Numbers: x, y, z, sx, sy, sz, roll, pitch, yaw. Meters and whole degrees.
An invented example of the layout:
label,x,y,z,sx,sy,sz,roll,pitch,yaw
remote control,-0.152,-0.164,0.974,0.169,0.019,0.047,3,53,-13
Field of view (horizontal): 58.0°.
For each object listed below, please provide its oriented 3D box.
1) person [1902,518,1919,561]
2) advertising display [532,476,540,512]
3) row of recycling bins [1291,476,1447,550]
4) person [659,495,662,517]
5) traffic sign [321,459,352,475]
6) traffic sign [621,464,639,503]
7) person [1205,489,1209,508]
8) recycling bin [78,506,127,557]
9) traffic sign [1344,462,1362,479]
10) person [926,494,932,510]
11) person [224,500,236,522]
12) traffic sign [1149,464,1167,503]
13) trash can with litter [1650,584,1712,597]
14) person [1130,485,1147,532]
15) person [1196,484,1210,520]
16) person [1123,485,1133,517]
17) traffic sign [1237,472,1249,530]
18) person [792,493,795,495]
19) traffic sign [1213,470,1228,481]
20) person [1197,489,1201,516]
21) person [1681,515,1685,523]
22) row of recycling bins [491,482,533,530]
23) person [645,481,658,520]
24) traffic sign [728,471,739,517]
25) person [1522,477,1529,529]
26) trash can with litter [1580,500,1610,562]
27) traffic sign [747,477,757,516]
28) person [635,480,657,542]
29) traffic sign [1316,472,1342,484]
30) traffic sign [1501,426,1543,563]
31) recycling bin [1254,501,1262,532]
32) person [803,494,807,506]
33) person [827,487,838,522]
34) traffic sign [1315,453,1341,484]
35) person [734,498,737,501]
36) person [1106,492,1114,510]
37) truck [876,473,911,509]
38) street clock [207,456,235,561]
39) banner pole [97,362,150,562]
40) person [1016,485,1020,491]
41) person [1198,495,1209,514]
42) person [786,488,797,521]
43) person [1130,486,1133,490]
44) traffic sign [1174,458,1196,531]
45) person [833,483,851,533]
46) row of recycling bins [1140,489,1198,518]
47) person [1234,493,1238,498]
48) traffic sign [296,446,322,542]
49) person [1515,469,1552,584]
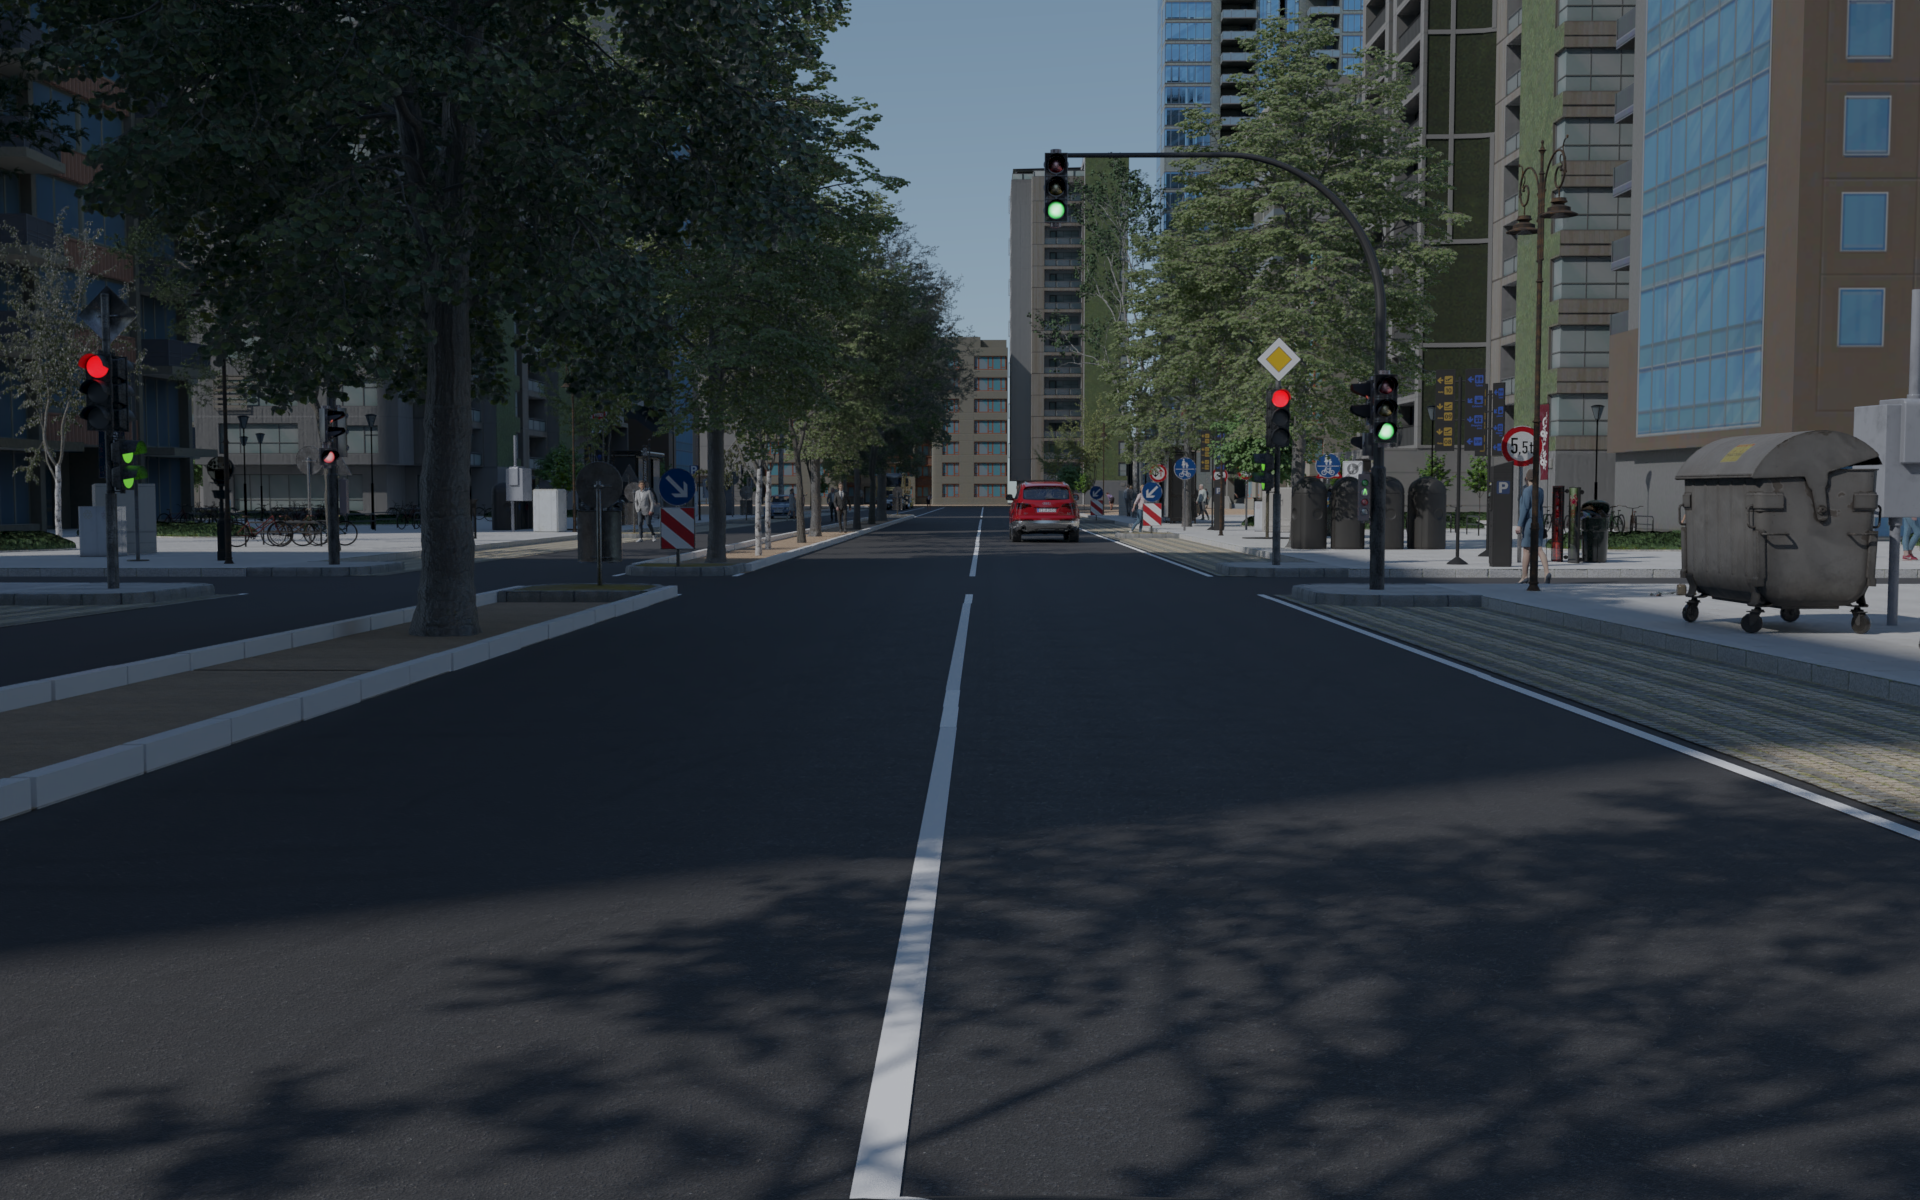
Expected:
label,x,y,z,sx,sy,sz,roll,pitch,yaw
person,18.320,-1.671,33.373,0.388,1.821,0.555,1,4,11
advertising display,-15.484,-3.550,63.264,0.123,1.923,0.974,0,4,-5
row of recycling bins,9.517,-2.032,40.340,3.534,1.692,1.069,0,4,4
person,-16.742,-5.576,97.411,0.606,1.804,0.583,-3,4,-38
traffic sign,-17.622,-2.992,48.928,0.884,2.594,0.081,0,4,2
traffic sign,-14.329,-4.587,74.998,0.884,2.594,0.081,1,4,10
person,21.880,-9.076,154.875,0.568,1.767,0.683,3,4,37
recycling bin,-17.606,-1.408,35.583,0.722,1.027,0.722,-1,4,-9
traffic sign,12.166,-3.155,53.721,0.606,2.300,0.079,0,4,1
person,-2.701,-8.657,153.224,0.799,1.438,0.628,3,4,36
person,-32.397,-4.067,76.794,0.590,1.304,0.306,-3,4,-37
traffic sign,8.411,-4.492,73.558,0.768,2.556,0.104,0,4,4
trash can with litter,9.792,-0.668,21.982,2.233,1.210,1.678,0,4,-1
person,6.017,-3.035,58.790,0.598,1.740,0.731,2,4,30
person,11.896,-4.810,85.178,0.515,1.767,0.782,-2,4,-31
person,9.678,-5.685,99.099,0.679,1.850,0.850,1,4,9
traffic sign,10.235,-3.777,61.854,0.768,2.556,0.104,0,4,6
person,-13.969,-8.386,144.065,0.530,1.710,0.541,3,5,44
traffic sign,12.441,-5.070,83.005,0.768,2.556,0.104,0,4,3
person,13.441,-5.691,99.192,0.850,1.850,0.679,-1,4,-11
person,17.996,-1.971,42.522,0.306,1.304,0.590,-2,4,-26
row of recycling bins,-16.202,-3.408,62.826,1.069,1.692,3.534,0,4,1
person,-13.600,-4.273,75.686,0.659,1.850,0.755,0,4,5
traffic sign,-12.646,-5.879,96.220,0.768,2.556,0.104,0,4,8
person,15.597,-2.515,47.367,0.606,1.804,0.583,-1,4,-23
trash can with litter,11.908,-1.302,32.678,0.624,1.170,1.055,1,4,15
traffic sign,-12.340,-6.148,102.656,0.606,2.300,0.079,0,4,7
person,-9.414,-2.656,51.775,0.661,1.843,0.795,1,4,20
traffic sign,12.449,-3.576,58.479,0.884,2.594,0.081,0,4,3
traffic sign,10.467,-1.972,32.344,0.768,2.556,0.104,0,4,5
recycling bin,10.519,-2.839,58.968,0.722,1.027,0.722,-3,5,-43
person,-16.855,-10.890,187.357,0.742,1.727,0.445,0,4,-4
person,-6.567,-4.947,89.784,0.661,1.777,0.834,-1,4,-14
traffic sign,11.443,-3.291,53.918,0.768,2.556,0.104,0,4,8
person,-17.679,-7.624,133.949,0.557,1.426,1.065,2,4,35
person,11.851,-7.795,136.730,0.697,1.427,0.421,2,4,34
truck,-6.257,-10.159,162.015,3.469,3.379,9.791,0,4,3
street clock,-14.217,-1.760,33.351,0.471,2.002,0.358,-1,4,-16
banner pole,-15.934,-2.624,32.925,0.863,3.779,0.401,-1,4,-19
person,2.305,-3.461,65.437,0.444,1.785,0.601,-2,4,-35
person,15.622,-6.467,112.296,1.217,1.766,0.721,3,5,40
person,-8.960,-5.075,92.230,0.466,1.731,0.760,2,4,26
person,11.172,-6.555,113.305,0.705,1.814,1.350,0,4,-8
traffic sign,7.857,-3.695,60.518,0.768,2.556,0.104,1,4,8
person,-4.320,-3.386,63.643,0.659,1.850,0.755,0,4,-5
row of recycling bins,11.265,-5.368,94.874,3.534,1.692,1.069,0,3,0
person,28.715,-10.821,182.966,1.348,1.824,0.705,2,4,28
traffic sign,-17.151,-2.785,45.644,0.768,2.556,0.104,1,4,9
person,8.995,-1.140,27.167,0.581,1.822,0.654,-1,4,-18
